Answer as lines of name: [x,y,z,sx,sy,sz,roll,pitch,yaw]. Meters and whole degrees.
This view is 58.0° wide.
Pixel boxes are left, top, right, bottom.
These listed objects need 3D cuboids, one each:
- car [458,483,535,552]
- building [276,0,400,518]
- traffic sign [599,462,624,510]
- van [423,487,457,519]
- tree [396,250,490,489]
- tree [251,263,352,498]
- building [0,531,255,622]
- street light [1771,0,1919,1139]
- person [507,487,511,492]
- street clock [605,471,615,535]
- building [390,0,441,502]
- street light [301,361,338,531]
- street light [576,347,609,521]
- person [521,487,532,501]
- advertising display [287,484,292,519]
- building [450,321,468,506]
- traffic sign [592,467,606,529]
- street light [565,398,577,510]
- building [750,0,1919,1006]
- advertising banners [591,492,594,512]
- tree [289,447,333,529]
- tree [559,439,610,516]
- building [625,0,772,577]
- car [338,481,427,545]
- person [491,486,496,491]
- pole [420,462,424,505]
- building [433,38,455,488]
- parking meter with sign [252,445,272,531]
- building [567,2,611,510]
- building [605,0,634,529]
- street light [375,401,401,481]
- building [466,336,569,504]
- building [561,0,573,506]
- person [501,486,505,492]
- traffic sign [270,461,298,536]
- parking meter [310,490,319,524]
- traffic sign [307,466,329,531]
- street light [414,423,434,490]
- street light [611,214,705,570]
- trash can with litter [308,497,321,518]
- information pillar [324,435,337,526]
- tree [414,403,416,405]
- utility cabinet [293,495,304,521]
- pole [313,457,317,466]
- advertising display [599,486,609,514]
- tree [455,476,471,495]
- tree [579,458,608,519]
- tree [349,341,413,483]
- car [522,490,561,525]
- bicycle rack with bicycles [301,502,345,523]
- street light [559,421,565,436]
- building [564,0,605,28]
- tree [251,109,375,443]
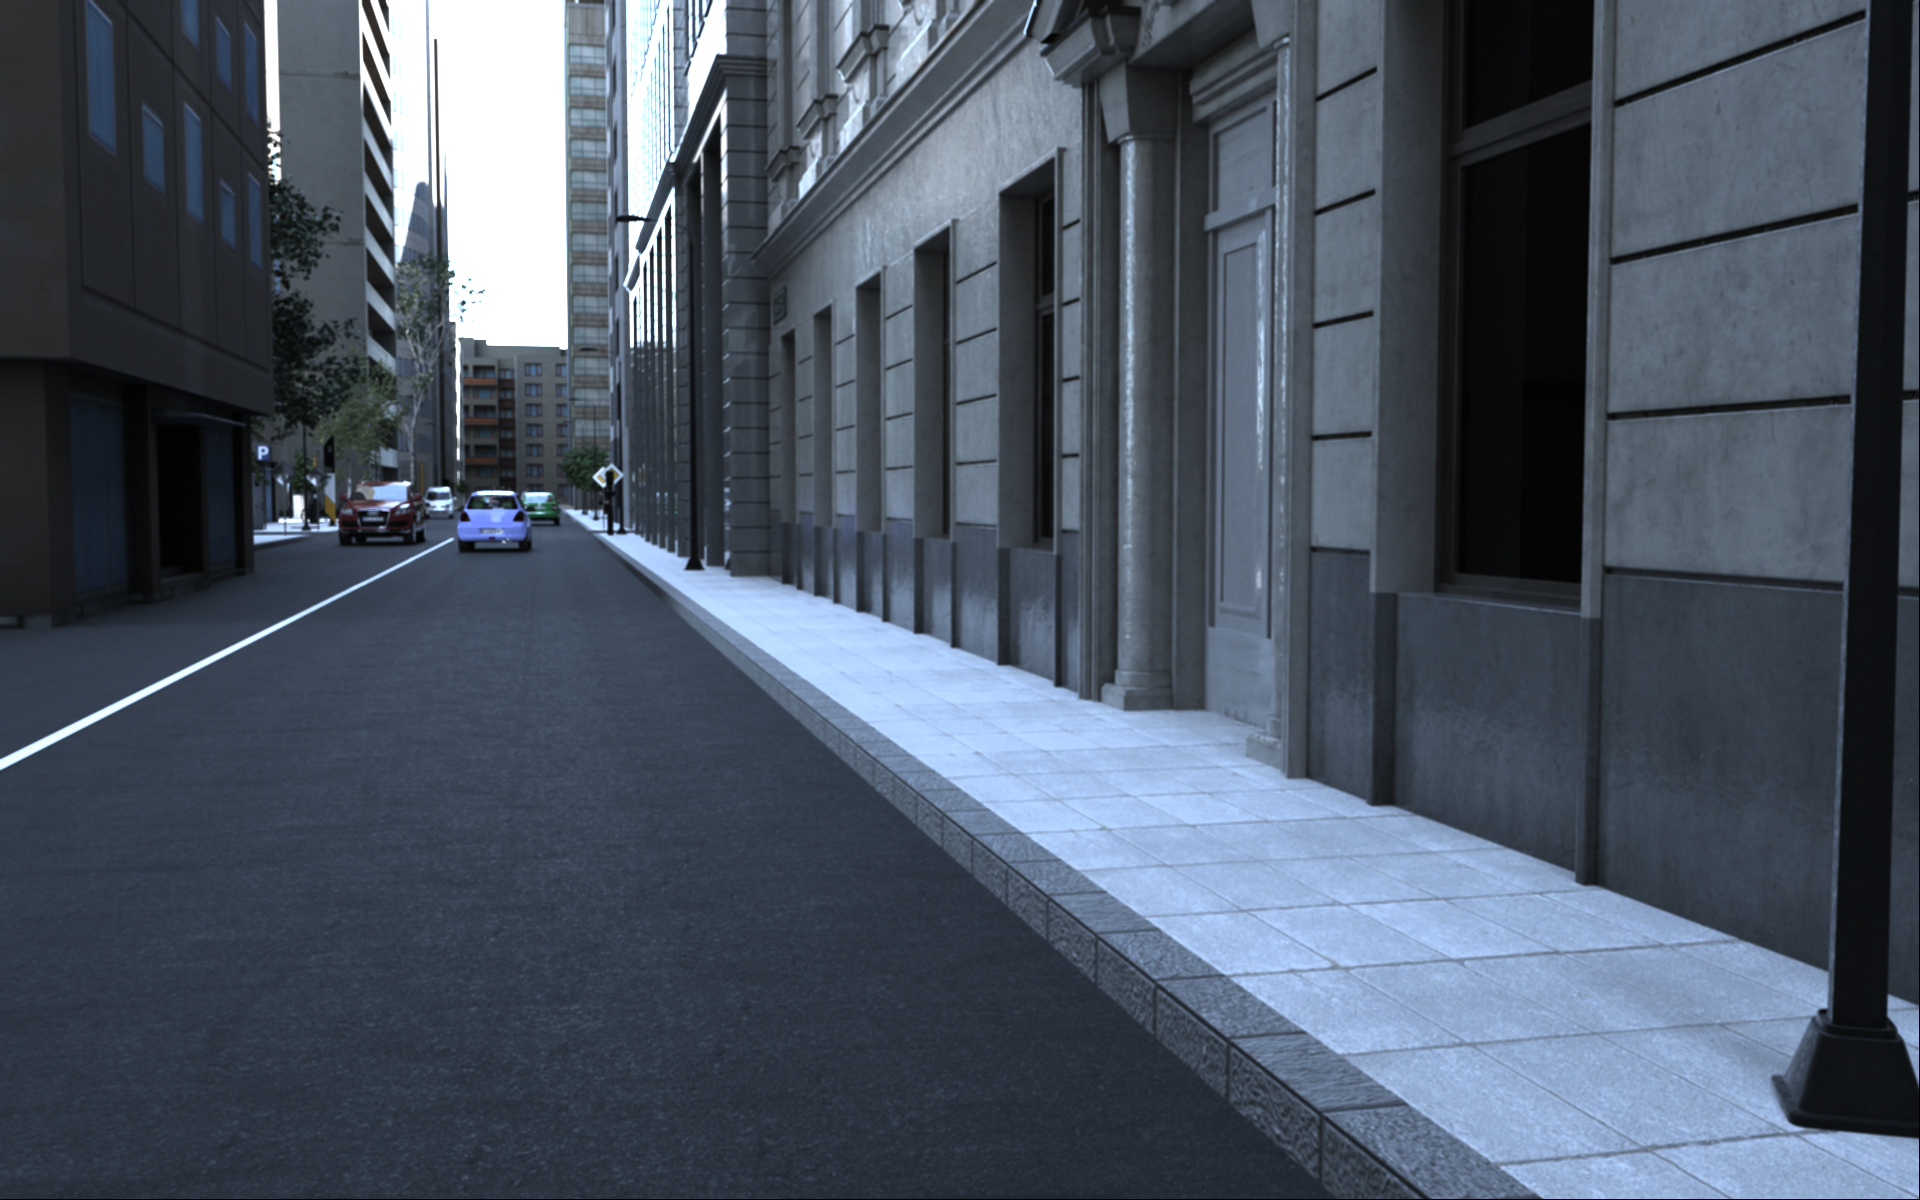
car: [-11.883,-2.126,44.356,1.945,1.707,3.694,-1,4,-12]
building: [-45.382,-29.246,101.879,21.300,48.544,21.600,-1,4,-14]
traffic sign: [-11.070,-3.147,55.094,0.795,2.450,0.064,-1,4,-14]
van: [-30.544,-5.781,101.523,2.013,2.044,4.112,-1,4,-15]
tree: [-40.440,-16.400,124.027,12.611,20.169,13.585,0,3,0]
tree: [-20.415,-6.052,49.319,4.737,8.622,4.395,0,3,0]
building: [-17.625,-22.749,22.062,14.600,45.320,14.200,-1,4,-14]
street light: [1.333,-1.882,3.306,1.470,5.913,1.316,-1,4,-14]
person: [-26.926,-5.814,103.336,0.755,1.850,0.659,0,4,-3]
street clock: [-10.911,-3.023,54.002,0.358,2.002,0.471,-1,4,-10]
building: [-55.354,-36.819,143.981,21.231,58.520,28.212,-1,4,-14]
street light: [-22.304,-5.376,60.445,1.470,5.913,1.316,-1,4,-14]
street light: [-11.324,-5.042,54.985,1.470,5.913,1.316,-1,4,-14]
person: [-23.860,-5.331,95.512,0.661,1.843,0.795,-2,4,-26]
advertising display: [-34.940,-5.203,90.285,0.123,1.923,0.974,-2,4,-28]
building: [-70.301,-21.155,190.926,28.899,21.520,27.650,-1,4,-14]
traffic sign: [-12.942,-3.622,62.857,0.795,2.450,0.064,-1,4,-14]
street light: [-18.214,-6.808,83.845,1.470,5.913,1.316,-1,4,-14]
building: [9.813,-14.062,6.330,17.030,29.872,44.131,-1,4,-14]
advertising banners: [-25.870,-7.676,121.683,0.090,3.025,2.074,-1,4,-16]
tree: [-24.500,-4.284,64.651,1.663,3.219,1.824,0,3,0]
tree: [-22.442,-7.372,104.242,4.285,4.588,4.351,0,3,0]
building: [-1.777,-16.147,41.503,11.434,29.767,29.804,-1,4,-14]
car: [-16.714,-2.544,50.274,2.281,1.827,5.304,-1,4,-12]
person: [-22.284,-4.545,82.827,0.388,1.821,0.555,3,4,38]
pole: [-34.747,-7.215,111.814,0.158,3.312,0.155,0,3,0]
building: [-56.550,-31.574,166.350,14.600,45.320,14.200,-1,4,-14]
parking meter with sign: [-24.975,-3.966,61.100,0.543,3.016,1.738,0,4,8]
building: [-26.575,-28.516,149.825,14.154,41.232,14.086,-1,4,-14]
building: [-4.383,-38.827,73.069,20.611,71.187,20.563,-1,4,-14]
street light: [-28.676,-6.983,86.716,1.470,5.913,1.316,-1,4,-14]
building: [-63.865,-23.403,227.672,28.899,21.520,27.650,-1,4,-14]
building: [-34.324,-40.103,197.677,21.231,58.520,28.212,-1,4,-14]
person: [-20.424,-4.198,77.551,0.576,1.772,0.534,-2,4,-28]
traffic sign: [-20.597,-3.008,52.826,0.795,2.450,0.064,-1,4,-14]
parking meter: [-27.874,-4.059,74.779,0.372,1.533,0.369,0,3,0]
traffic sign: [-22.469,-3.483,60.589,0.795,2.450,0.064,-1,4,-14]
street light: [-34.822,-8.562,112.524,1.470,5.913,1.316,-1,4,-14]
street light: [-5.027,-3.455,29.038,1.470,5.913,1.316,-1,4,-14]
trash can with litter: [-34.752,-4.971,92.670,1.055,1.170,0.624,1,4,18]
information pillar: [-25.084,-4.746,68.952,0.504,3.616,0.183,2,4,25]
tree: [-30.693,-8.571,90.493,4.737,8.622,4.395,0,3,0]
utility cabinet: [-32.154,-4.476,84.337,0.306,1.237,1.020,-3,4,-38]
pole: [-35.056,-6.137,94.189,0.158,3.312,0.155,0,3,0]
advertising display: [-22.274,-6.343,108.915,0.974,1.923,0.123,-1,4,-15]
tree: [-51.648,-11.339,179.986,1.663,3.219,1.824,0,3,0]
tree: [-18.941,-5.895,90.986,1.663,3.219,1.824,0,3,0]
tree: [-29.345,-8.076,82.400,4.737,8.622,4.395,0,3,0]
car: [-19.562,-4.394,80.640,1.959,1.807,4.718,-1,4,-13]
bicycle rack with bicycles: [-28.578,-3.990,78.624,2.925,0.926,2.852,-2,4,-30]
street light: [-24.395,-8.384,109.620,1.470,5.913,1.316,-1,4,-14]
building: [-23.998,-35.608,171.436,28.713,52.752,27.495,-1,4,-14]
tree: [-18.348,-7.453,38.863,9.611,12.733,9.660,0,3,0]
